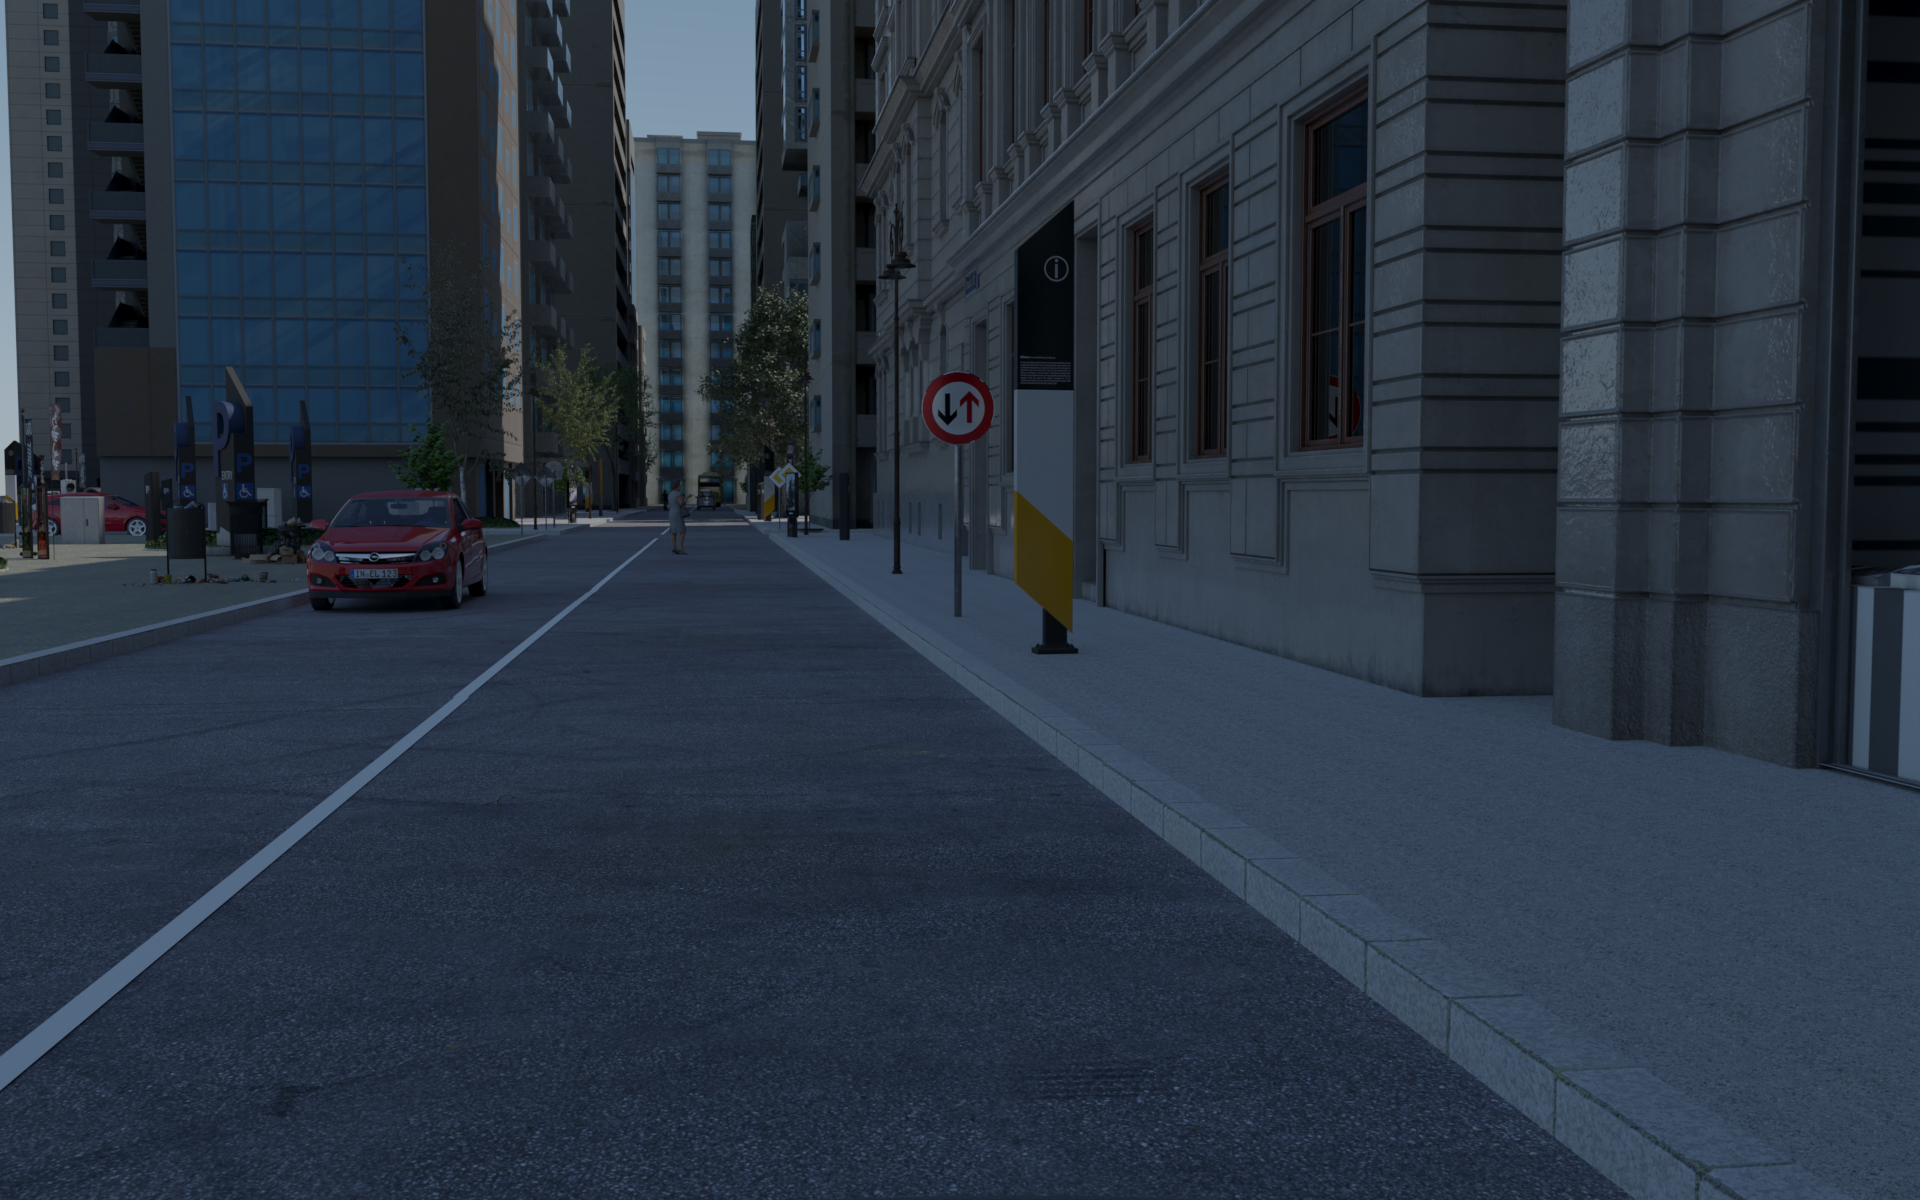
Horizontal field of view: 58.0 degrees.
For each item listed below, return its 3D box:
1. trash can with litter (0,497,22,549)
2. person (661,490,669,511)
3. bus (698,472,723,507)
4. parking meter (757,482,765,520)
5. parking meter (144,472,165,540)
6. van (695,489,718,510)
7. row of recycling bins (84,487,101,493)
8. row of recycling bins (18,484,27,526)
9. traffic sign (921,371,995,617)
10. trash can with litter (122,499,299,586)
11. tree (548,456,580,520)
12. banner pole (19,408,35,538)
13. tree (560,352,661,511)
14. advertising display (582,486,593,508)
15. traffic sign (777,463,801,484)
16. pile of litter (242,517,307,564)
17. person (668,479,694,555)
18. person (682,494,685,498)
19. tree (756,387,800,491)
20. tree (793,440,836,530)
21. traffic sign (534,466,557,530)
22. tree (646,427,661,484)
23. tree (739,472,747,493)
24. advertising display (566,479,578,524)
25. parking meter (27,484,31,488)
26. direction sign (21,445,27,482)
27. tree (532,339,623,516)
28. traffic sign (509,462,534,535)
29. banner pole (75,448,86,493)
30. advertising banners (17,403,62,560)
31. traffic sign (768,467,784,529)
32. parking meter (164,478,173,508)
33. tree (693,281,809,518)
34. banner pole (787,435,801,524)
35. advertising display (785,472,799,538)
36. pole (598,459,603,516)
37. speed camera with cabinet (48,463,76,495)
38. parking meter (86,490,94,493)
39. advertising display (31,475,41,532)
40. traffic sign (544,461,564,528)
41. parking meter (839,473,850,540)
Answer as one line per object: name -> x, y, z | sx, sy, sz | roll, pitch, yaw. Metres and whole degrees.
trash can with litter -> -23.007, -1.821, 40.831 | 1.678, 1.210, 2.233 | 3, 5, 41
person -> -25.615, -8.698, 150.721 | 0.705, 1.822, 1.348 | 2, 4, 34
bus -> -27.866, -12.324, 193.045 | 2.896, 3.916, 12.252 | 0, 4, -8
parking meter -> -9.861, -4.902, 85.860 | 0.255, 1.863, 0.399 | 2, 4, 34
parking meter -> -20.990, -2.405, 45.025 | 0.399, 1.863, 0.255 | 3, 5, 39
van -> -22.757, -9.072, 155.337 | 2.013, 2.044, 4.112 | 0, 4, -7
row of recycling bins -> -54.474, -6.228, 108.943 | 1.069, 1.692, 3.534 | -1, 4, -19
row of recycling bins -> -38.202, -3.932, 71.403 | 1.069, 1.692, 3.534 | -2, 4, -25
traffic sign -> -0.020, -1.097, 18.041 | 0.768, 2.556, 0.104 | 0, 4, -5
trash can with litter -> -10.787, -0.855, 25.040 | 2.233, 1.210, 1.678 | -1, 4, -14
tree -> -19.880, -5.663, 87.188 | 1.663, 3.219, 1.824 | 0, 3, 0
banner pole -> -27.216, -3.703, 50.557 | 0.863, 3.779, 0.401 | 3, 4, 39
tree -> -25.683, -12.360, 127.848 | 9.928, 11.665, 9.643 | 0, 3, 0
advertising display -> -28.657, -7.837, 133.341 | 0.974, 1.923, 0.123 | 2, 4, 32
traffic sign -> -5.430, -3.145, 55.057 | 0.795, 2.450, 0.064 | -1, 4, -8
pile of litter -> -12.615, -1.111, 32.135 | 1.176, 0.858, 1.719 | -3, 5, -42
person -> -6.583, -1.968, 41.030 | 0.532, 1.782, 0.716 | -3, 4, -38
person -> -22.514, -7.835, 139.790 | 0.799, 1.438, 0.628 | 0, 4, 0
tree -> -10.904, -9.290, 102.251 | 4.360, 8.622, 3.978 | 0, 3, 0
tree -> -5.351, -4.103, 61.682 | 1.663, 3.219, 1.824 | 0, 3, 0
traffic sign -> -14.777, -3.558, 61.808 | 0.795, 2.450, 0.064 | -1, 4, -8
tree -> -34.705, -14.644, 189.786 | 4.360, 8.622, 3.978 | 0, 3, 0
tree -> -17.908, -9.243, 145.720 | 1.663, 3.219, 1.824 | 0, 3, 0
advertising display -> -16.967, -4.315, 75.770 | 0.123, 1.923, 0.974 | 1, 4, 8
parking meter -> -35.817, -3.744, 66.927 | 0.399, 1.863, 0.255 | 0, 4, -7
direction sign -> -43.358, -5.414, 80.515 | 0.379, 3.537, 0.876 | 0, 3, 0
tree -> -18.463, -8.115, 83.048 | 4.737, 8.622, 4.395 | 0, 3, 0
traffic sign -> -13.643, -3.074, 53.903 | 0.795, 2.450, 0.064 | -1, 4, -8
banner pole -> -47.862, -6.374, 94.230 | 0.863, 3.779, 0.401 | 1, 4, 22
advertising banners -> -18.047, -2.313, 33.999 | 2.074, 3.025, 0.090 | 3, 5, 41
traffic sign -> -6.564, -3.628, 62.961 | 0.795, 2.450, 0.064 | -1, 4, -8
parking meter -> -29.478, -3.587, 64.350 | 0.399, 1.863, 0.255 | -1, 4, -18
tree -> -9.529, -10.785, 93.338 | 9.611, 12.733, 9.660 | 0, 3, 0
banner pole -> -7.170, -5.143, 74.097 | 0.401, 3.779, 0.863 | -3, 5, -41
advertising display -> -4.979, -2.824, 51.378 | 0.123, 1.923, 0.974 | -1, 4, -22
pole -> -20.693, -6.474, 99.692 | 0.158, 3.312, 0.155 | 0, 3, 0
speed camera with cabinet -> -56.736, -7.008, 108.918 | 0.660, 3.252, 2.038 | 2, 4, 32
parking meter -> -48.869, -5.439, 97.346 | 0.372, 1.533, 0.369 | 0, 3, 0
advertising display -> -31.540, -3.299, 59.150 | 0.123, 1.923, 0.974 | -3, 4, -38
traffic sign -> -15.492, -4.034, 66.060 | 0.768, 2.556, 0.104 | 0, 4, -5
parking meter -> -3.213, -2.598, 48.194 | 0.255, 1.863, 0.399 | 0, 4, 4
